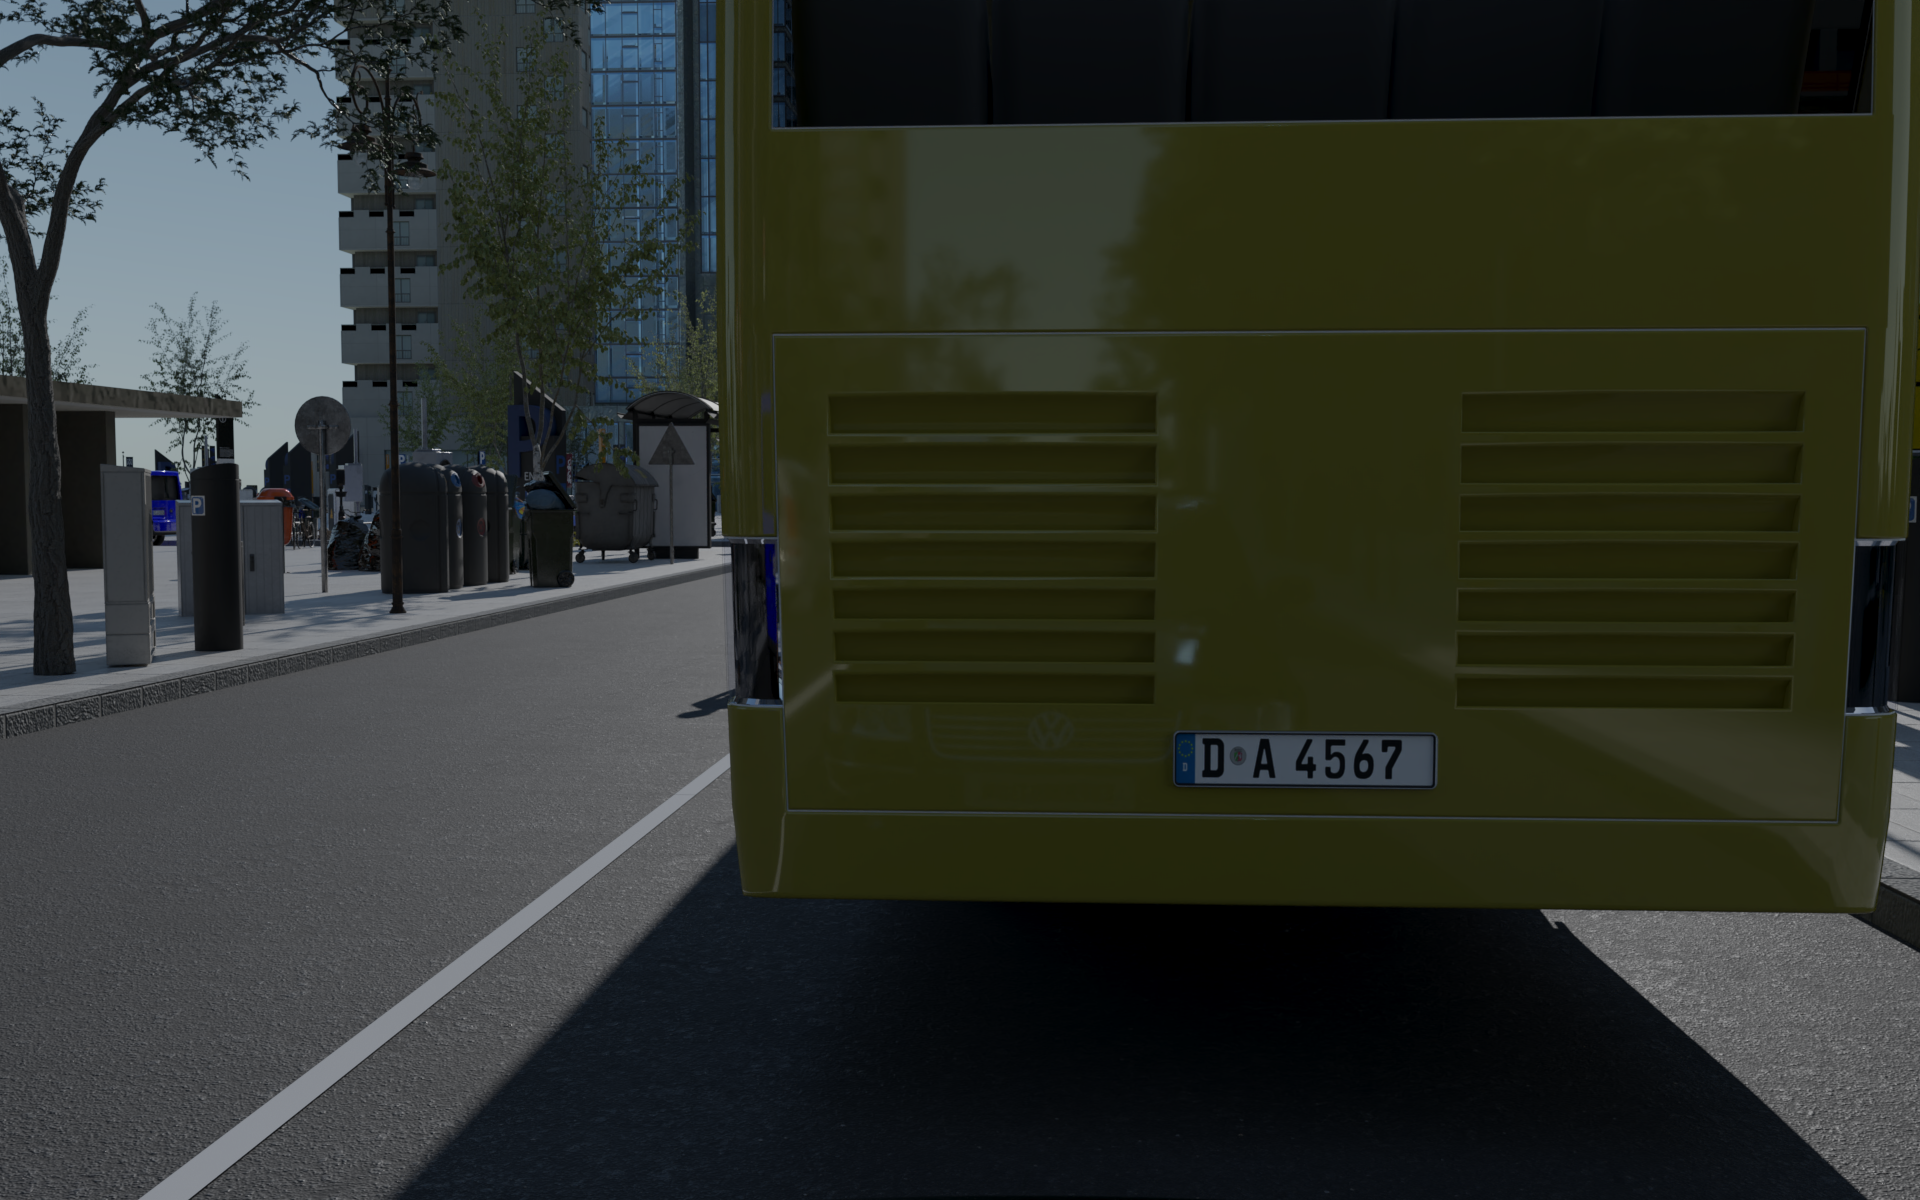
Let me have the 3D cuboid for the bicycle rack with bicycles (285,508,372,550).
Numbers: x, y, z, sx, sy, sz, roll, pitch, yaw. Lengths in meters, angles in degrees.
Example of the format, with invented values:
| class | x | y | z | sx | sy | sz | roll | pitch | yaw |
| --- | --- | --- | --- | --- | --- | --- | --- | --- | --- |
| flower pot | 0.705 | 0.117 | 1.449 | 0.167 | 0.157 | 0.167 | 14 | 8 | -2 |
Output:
| class | x | y | z | sx | sy | sz | roll | pitch | yaw |
| --- | --- | --- | --- | --- | --- | --- | --- | --- | --- |
| bicycle rack with bicycles | -15.035 | -1.669 | 40.674 | 2.852 | 0.926 | 2.925 | 0 | 4 | 1 |

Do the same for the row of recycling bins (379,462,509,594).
| class | x | y | z | sx | sy | sz | roll | pitch | yaw |
| --- | --- | --- | --- | --- | --- | --- | --- | --- | --- |
| row of recycling bins | -7.102 | -1.025 | 23.878 | 1.069 | 1.692 | 3.534 | 0 | 4 | 2 |

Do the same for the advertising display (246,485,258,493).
| class | x | y | z | sx | sy | sz | roll | pitch | yaw |
| --- | --- | --- | --- | --- | --- | --- | --- | --- | --- |
| advertising display | -49.859 | -7.143 | 122.002 | 0.123 | 1.923 | 0.974 | 1 | 4 | 21 |

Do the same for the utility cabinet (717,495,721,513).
| class | x | y | z | sx | sy | sz | roll | pitch | yaw |
| --- | --- | --- | --- | --- | --- | --- | --- | --- | --- |
| utility cabinet | -16.096 | -6.421 | 116.142 | 0.306 | 1.237 | 1.020 | -1 | 4 | -14 |

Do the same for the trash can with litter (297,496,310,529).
| class | x | y | z | sx | sy | sz | roll | pitch | yaw |
| --- | --- | --- | --- | --- | --- | --- | --- | --- | --- |
| trash can with litter | -24.161 | -3.162 | 62.749 | 1.678 | 1.210 | 2.233 | 2 | 4 | 27 |

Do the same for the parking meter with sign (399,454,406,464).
| class | x | y | z | sx | sy | sz | roll | pitch | yaw |
| --- | --- | --- | --- | --- | --- | --- | --- | --- | --- |
| parking meter with sign | -23.633 | -4.833 | 75.285 | 1.738 | 3.016 | 0.543 | 1 | 4 | 23 |

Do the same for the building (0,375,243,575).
| class | x | y | z | sx | sy | sz | roll | pitch | yaw |
| --- | --- | --- | --- | --- | --- | --- | --- | --- | --- |
| building | -28.456 | -22.428 | 21.330 | 28.867 | 44.769 | 22.147 | 0 | 4 | 4 |

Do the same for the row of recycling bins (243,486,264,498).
| class | x | y | z | sx | sy | sz | roll | pitch | yaw |
| --- | --- | --- | --- | --- | --- | --- | --- | --- | --- |
| row of recycling bins | -38.693 | -5.264 | 93.176 | 3.534 | 1.692 | 1.069 | -1 | 4 | -15 |

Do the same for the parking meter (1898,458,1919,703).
| class | x | y | z | sx | sy | sz | roll | pitch | yaw |
| --- | --- | --- | --- | --- | --- | --- | --- | --- | --- |
| parking meter | 5.940 | -0.143 | 10.746 | 0.372 | 1.533 | 0.369 | 0 | 3 | 0 |

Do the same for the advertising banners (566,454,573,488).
| class | x | y | z | sx | sy | sz | roll | pitch | yaw |
| --- | --- | --- | --- | --- | --- | --- | --- | --- | --- |
| advertising banners | -17.151 | -4.775 | 74.257 | 0.090 | 3.025 | 2.074 | 1 | 4 | 20 |

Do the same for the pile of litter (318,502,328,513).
| class | x | y | z | sx | sy | sz | roll | pitch | yaw |
| --- | --- | --- | --- | --- | --- | --- | --- | --- | --- |
| pile of litter | -42.596 | -6.199 | 115.320 | 1.176 | 0.858 | 1.719 | 3 | 5 | 40 |

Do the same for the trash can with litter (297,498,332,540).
| class | x | y | z | sx | sy | sz | roll | pitch | yaw |
| --- | --- | --- | --- | --- | --- | --- | --- | --- | --- |
| trash can with litter | -18.017 | -2.273 | 48.559 | 1.055 | 1.170 | 0.624 | 1 | 4 | 12 |

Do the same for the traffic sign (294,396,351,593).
| class | x | y | z | sx | sy | sz | roll | pitch | yaw |
| --- | --- | --- | --- | --- | --- | --- | --- | --- | --- |
| traffic sign | -8.277 | -1.369 | 22.497 | 0.768 | 2.556 | 0.104 | 0 | 4 | 6 |

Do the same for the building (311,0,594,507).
| class | x | y | z | sx | sy | sz | roll | pitch | yaw |
| --- | --- | --- | --- | --- | --- | --- | --- | --- | --- |
| building | -48.057 | -36.060 | 178.819 | 27.495 | 52.752 | 28.713 | 0 | 4 | 4 |

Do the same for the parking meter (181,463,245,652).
| class | x | y | z | sx | sy | sz | roll | pitch | yaw |
| --- | --- | --- | --- | --- | --- | --- | --- | --- | --- |
| parking meter | -6.110 | -0.356 | 14.239 | 0.372 | 1.533 | 0.369 | 0 | 3 | 0 |

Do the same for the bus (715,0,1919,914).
| class | x | y | z | sx | sy | sz | roll | pitch | yaw |
| --- | --- | --- | --- | --- | --- | --- | --- | --- | --- |
| bus | 1.099 | -1.108 | 9.670 | 2.896 | 3.916 | 12.252 | 0 | 4 | 4 |

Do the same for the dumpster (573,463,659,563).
| class | x | y | z | sx | sy | sz | roll | pitch | yaw |
| --- | --- | --- | --- | --- | --- | --- | --- | --- | --- |
| dumpster | -6.521 | -1.653 | 32.778 | 1.264 | 1.857 | 1.865 | 0 | 4 | 4 |

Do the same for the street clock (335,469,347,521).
| class | x | y | z | sx | sy | sz | roll | pitch | yaw |
| --- | --- | --- | --- | --- | --- | --- | --- | --- | --- |
| street clock | -17.938 | -2.791 | 50.210 | 0.358 | 2.002 | 0.471 | -1 | 4 | -18 |

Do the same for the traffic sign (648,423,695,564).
| class | x | y | z | sx | sy | sz | roll | pitch | yaw |
| --- | --- | --- | --- | --- | --- | --- | --- | --- | --- |
| traffic sign | -5.258 | -1.929 | 31.546 | 0.884 | 2.594 | 0.081 | 1 | 4 | 11 |

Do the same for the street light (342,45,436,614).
| class | x | y | z | sx | sy | sz | roll | pitch | yaw |
| --- | --- | --- | --- | --- | --- | --- | --- | --- | --- |
| street light | -6.060 | -2.795 | 18.492 | 0.468 | 5.910 | 1.993 | 0 | 4 | 4 |

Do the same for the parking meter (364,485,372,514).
| class | x | y | z | sx | sy | sz | roll | pitch | yaw |
| --- | --- | --- | --- | --- | --- | --- | --- | --- | --- |
| parking meter | -37.282 | -6.323 | 109.095 | 0.399 | 1.863 | 0.255 | 2 | 4 | 32 |

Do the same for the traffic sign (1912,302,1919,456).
| class | x | y | z | sx | sy | sz | roll | pitch | yaw |
| --- | --- | --- | --- | --- | --- | --- | --- | --- | --- |
| traffic sign | 6.081 | -1.078 | 11.495 | 2.265 | 3.308 | 0.079 | 0 | 4 | 5 |

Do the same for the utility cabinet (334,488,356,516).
| class | x | y | z | sx | sy | sz | roll | pitch | yaw |
| --- | --- | --- | --- | --- | --- | --- | --- | --- | --- |
| utility cabinet | -23.881 | -3.592 | 67.415 | 0.318 | 1.500 | 1.173 | 1 | 4 | 13 |

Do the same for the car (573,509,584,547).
| class | x | y | z | sx | sy | sz | roll | pitch | yaw |
| --- | --- | --- | --- | --- | --- | --- | --- | --- | --- |
| car | -10.544 | -2.086 | 43.705 | 3.694 | 1.707 | 1.945 | 0 | 4 | 2 |

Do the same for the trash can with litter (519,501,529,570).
| class | x | y | z | sx | sy | sz | roll | pitch | yaw |
| --- | --- | --- | --- | --- | --- | --- | --- | --- | --- |
| trash can with litter | -7.424 | -1.084 | 29.106 | 0.624 | 1.170 | 1.055 | 2 | 4 | 24 |

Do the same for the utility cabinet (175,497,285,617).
| class | x | y | z | sx | sy | sz | roll | pitch | yaw |
| --- | --- | --- | --- | --- | --- | --- | --- | --- | --- |
| utility cabinet | -7.757 | -0.444 | 18.423 | 1.020 | 1.237 | 0.306 | -2 | 4 | -31 |

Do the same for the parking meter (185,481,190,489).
| class | x | y | z | sx | sy | sz | roll | pitch | yaw |
| --- | --- | --- | --- | --- | --- | --- | --- | --- | --- |
| parking meter | -35.048 | -4.474 | 78.863 | 0.255 | 1.863 | 0.399 | 3 | 5 | 44 |

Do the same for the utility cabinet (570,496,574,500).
| class | x | y | z | sx | sy | sz | roll | pitch | yaw |
| --- | --- | --- | --- | --- | --- | --- | --- | --- | --- |
| utility cabinet | -15.462 | -3.458 | 67.694 | 0.306 | 1.237 | 1.020 | 1 | 4 | 14 |

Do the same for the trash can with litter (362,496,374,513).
| class | x | y | z | sx | sy | sz | roll | pitch | yaw |
| --- | --- | --- | --- | --- | --- | --- | --- | --- | --- |
| trash can with litter | -39.460 | -6.374 | 115.271 | 2.233 | 1.210 | 1.678 | -2 | 4 | -33 |

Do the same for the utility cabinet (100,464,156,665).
| class | x | y | z | sx | sy | sz | roll | pitch | yaw |
| --- | --- | --- | --- | --- | --- | --- | --- | --- | --- |
| utility cabinet | -6.367 | -0.283 | 13.305 | 0.318 | 1.500 | 1.173 | -1 | 4 | -23 |

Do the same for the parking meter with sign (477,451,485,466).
| class | x | y | z | sx | sy | sz | roll | pitch | yaw |
| --- | --- | --- | --- | --- | --- | --- | --- | --- | --- |
| parking meter with sign | -18.600 | -4.521 | 70.180 | 1.738 | 3.016 | 0.543 | 1 | 4 | 10 |

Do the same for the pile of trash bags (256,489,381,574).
| class | x | y | z | sx | sy | sz | roll | pitch | yaw |
| --- | --- | --- | --- | --- | --- | --- | --- | --- | --- |
| pile of trash bags | -10.083 | -1.183 | 29.094 | 3.447 | 1.369 | 1.912 | -3 | 5 | -44 |

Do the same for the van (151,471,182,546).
| class | x | y | z | sx | sy | sz | roll | pitch | yaw |
| --- | --- | --- | --- | --- | --- | --- | --- | --- | --- |
| van | -23.308 | -2.517 | 45.536 | 5.245 | 2.365 | 2.240 | 0 | 4 | 3 |
